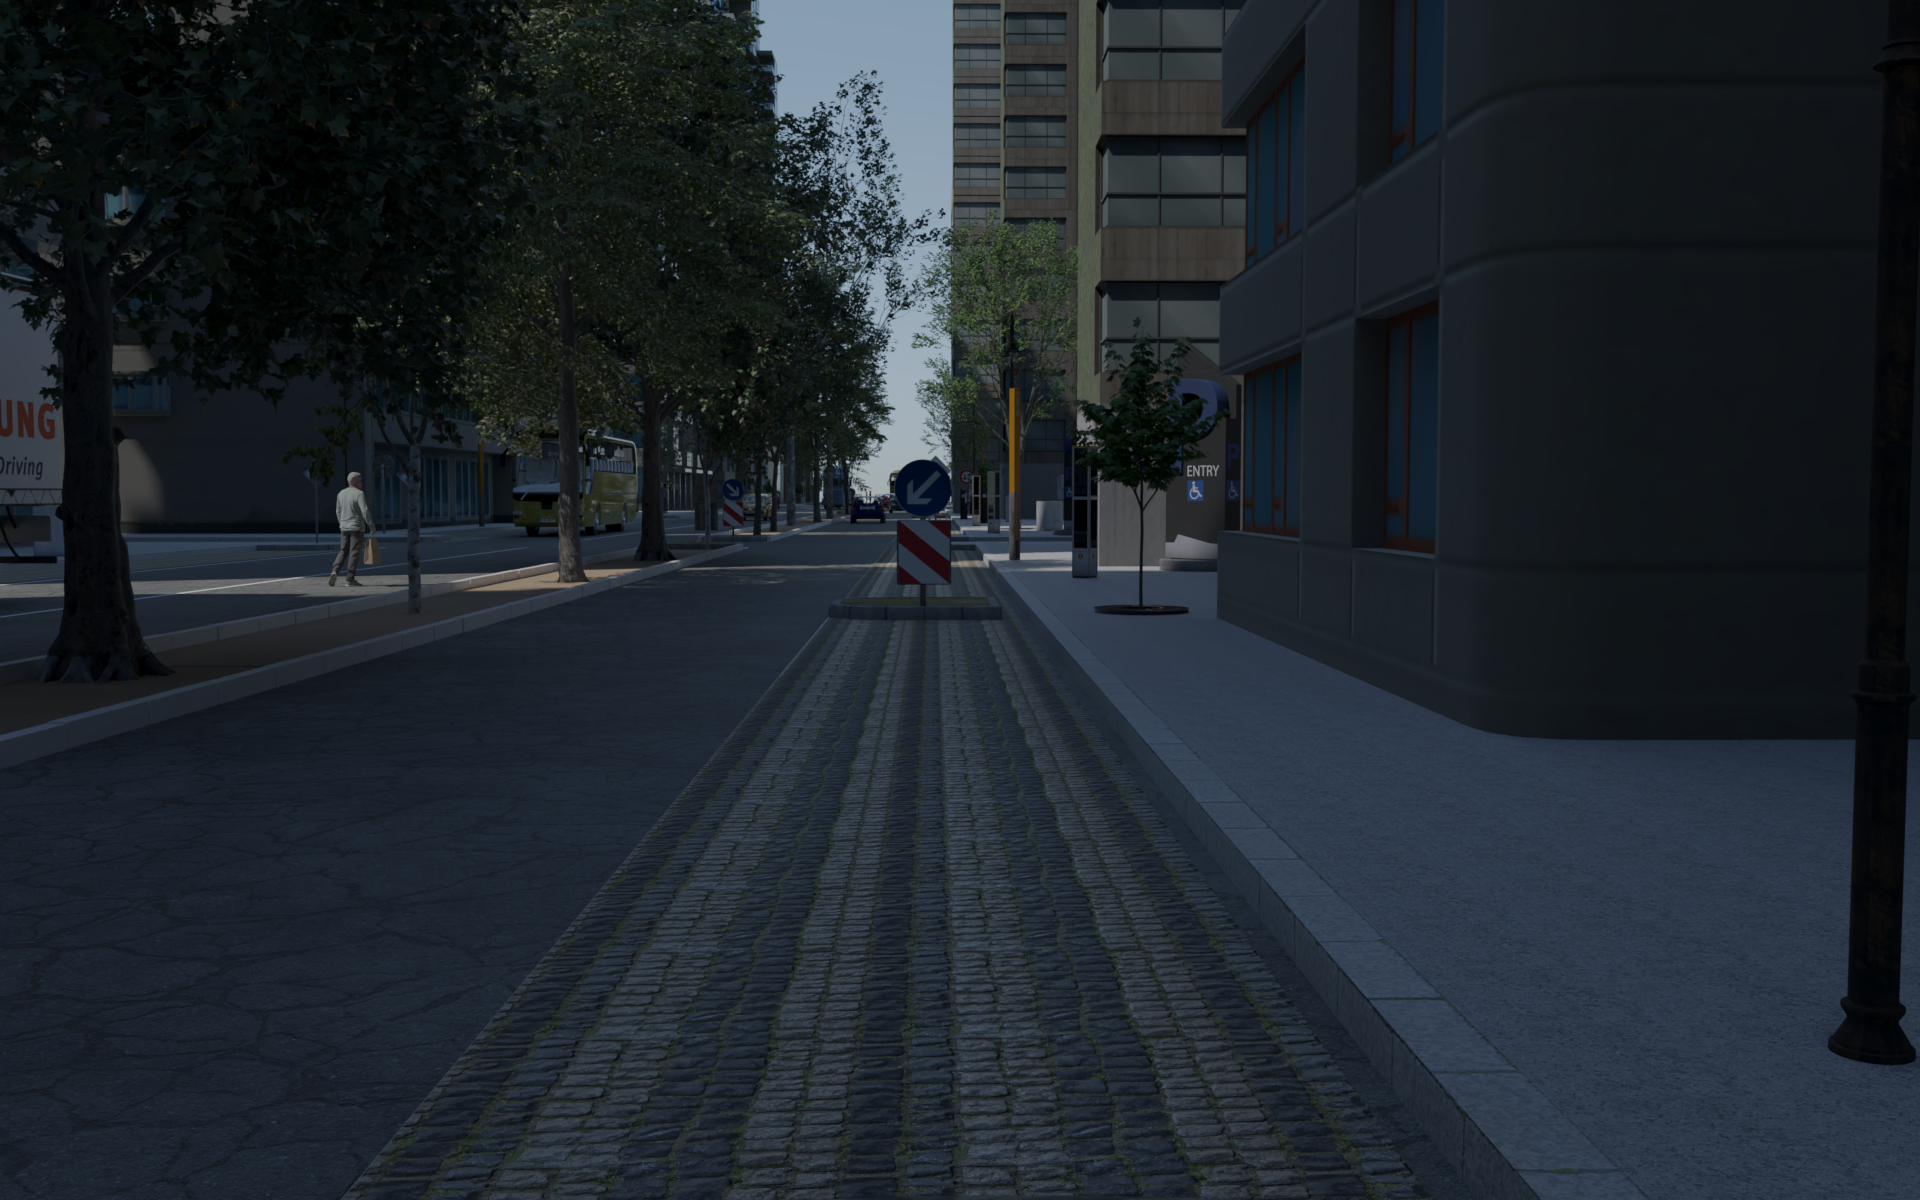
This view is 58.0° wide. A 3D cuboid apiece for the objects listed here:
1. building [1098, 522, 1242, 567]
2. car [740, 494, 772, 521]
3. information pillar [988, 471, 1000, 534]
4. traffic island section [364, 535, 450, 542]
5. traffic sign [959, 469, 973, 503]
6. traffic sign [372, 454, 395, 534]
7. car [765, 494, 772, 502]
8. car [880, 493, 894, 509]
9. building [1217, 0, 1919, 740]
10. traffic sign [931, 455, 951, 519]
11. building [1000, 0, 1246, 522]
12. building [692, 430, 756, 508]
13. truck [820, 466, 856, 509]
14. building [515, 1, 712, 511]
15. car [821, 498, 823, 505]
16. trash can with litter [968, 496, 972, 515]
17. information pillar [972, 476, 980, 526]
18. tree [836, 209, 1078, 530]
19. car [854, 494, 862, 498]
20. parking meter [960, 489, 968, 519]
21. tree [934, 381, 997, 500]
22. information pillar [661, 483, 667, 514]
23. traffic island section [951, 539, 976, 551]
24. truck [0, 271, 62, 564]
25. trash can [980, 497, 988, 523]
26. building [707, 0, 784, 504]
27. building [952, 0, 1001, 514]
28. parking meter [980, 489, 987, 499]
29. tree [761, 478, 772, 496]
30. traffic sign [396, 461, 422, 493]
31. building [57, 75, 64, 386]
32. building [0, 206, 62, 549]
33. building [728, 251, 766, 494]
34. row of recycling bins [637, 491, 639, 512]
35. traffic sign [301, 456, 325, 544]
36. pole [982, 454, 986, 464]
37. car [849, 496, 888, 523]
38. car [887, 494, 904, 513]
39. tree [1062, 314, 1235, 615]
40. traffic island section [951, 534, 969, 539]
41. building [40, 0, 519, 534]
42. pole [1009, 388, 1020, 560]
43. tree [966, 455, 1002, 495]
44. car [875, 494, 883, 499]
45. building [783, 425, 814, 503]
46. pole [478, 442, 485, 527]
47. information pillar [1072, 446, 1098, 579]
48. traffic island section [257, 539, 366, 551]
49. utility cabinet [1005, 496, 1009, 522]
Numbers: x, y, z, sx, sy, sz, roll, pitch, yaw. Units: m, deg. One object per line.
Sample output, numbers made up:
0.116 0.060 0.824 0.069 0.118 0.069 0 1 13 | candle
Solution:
9.368 -16.207 36.681 14.160 30.474 14.107 0 4 -1 | building
-11.150 -5.120 93.927 2.015 1.641 3.980 0 3 0 | car
1.101 -3.168 56.290 0.304 2.012 0.304 3 5 42 | information pillar
-16.829 -1.874 52.918 2.009 0.180 2.903 0 4 -1 | traffic island section
0.356 -5.440 89.058 0.768 2.556 0.104 0 4 2 | traffic sign
-18.550 -3.401 55.712 0.768 2.556 0.104 0 4 8 | traffic sign
-14.357 -6.926 123.463 2.015 1.641 3.980 0 4 1 | car
-5.841 -8.416 146.635 2.155 1.783 4.494 0 4 -2 | car
16.723 -9.668 3.109 27.650 21.520 28.899 0 4 -1 | building
-0.633 -2.536 45.113 0.795 2.450 0.064 0 4 -1 | traffic sign
9.118 -19.687 93.577 14.160 30.474 14.107 0 4 -1 | building
-35.803 -20.110 173.845 27.650 21.520 28.899 0 4 -1 | building
-11.505 -10.977 169.240 2.967 4.110 18.799 0 4 0 | truck
-33.505 -31.964 142.213 23.786 49.044 30.456 0 4 -1 | building
-16.744 -12.763 221.262 1.945 1.354 3.894 0 4 1 | car
0.918 -5.782 105.927 0.624 1.170 1.055 -1 4 -21 | trash can with litter
0.646 -3.930 68.743 0.304 2.012 0.304 0 4 -3 | information pillar
2.065 -8.359 62.423 9.928 11.665 9.643 0 3 0 | tree
-12.931 -12.705 216.525 1.959 1.807 4.718 0 4 -2 | car
0.196 -4.860 87.871 0.372 1.533 0.369 0 3 0 | parking meter
0.562 -9.769 110.089 4.737 8.622 4.395 0 3 0 | tree
-19.519 -6.713 114.244 0.304 2.012 0.304 -2 4 -32 | information pillar
-0.609 -1.401 45.191 2.009 0.180 2.903 0 4 -1 | traffic island section
-13.108 -1.746 17.460 2.839 4.237 11.283 0 4 -1 | truck
0.993 -3.924 75.815 0.748 1.137 0.748 0 3 0 | trash can
-34.101 -55.905 226.717 22.319 86.520 31.000 0 4 -1 | building
6.472 -26.627 118.940 14.154 41.232 14.086 0 4 -1 | building
1.115 -4.529 82.467 0.372 1.533 0.369 0 3 0 | parking meter
-21.096 -12.006 190.895 1.663 3.219 1.824 0 3 0 | tree
-16.805 -3.010 52.857 0.795 2.450 0.064 0 4 -1 | traffic sign
-31.971 -29.301 98.672 23.786 49.044 30.456 0 4 -1 | building
-34.906 -25.166 31.079 30.456 49.044 23.786 0 4 -1 | building
-29.614 -31.266 194.799 14.154 41.232 14.086 0 4 -1 | building
-24.085 -7.076 122.805 3.534 1.692 1.069 3 5 41 | row of recycling bins
-16.675 -2.522 44.873 0.795 2.450 0.064 0 4 -1 | traffic sign
1.202 -5.722 87.395 0.158 3.312 0.155 0 3 0 | pole
-4.539 -4.473 85.720 1.945 1.354 3.894 0 4 -2 | car
-4.488 -7.364 132.194 2.131 1.459 4.920 0 4 -1 | car
1.926 -1.483 18.847 1.663 3.219 1.824 0 3 0 | tree
-0.740 -1.890 53.175 2.009 0.180 2.903 0 4 -1 | traffic island section
-29.969 -26.975 64.751 21.300 48.544 21.600 0 4 -1 | building
1.062 -2.429 33.550 0.158 3.312 0.155 0 3 0 | pole
1.111 -5.520 84.858 1.663 3.219 1.824 0 3 0 | tree
-12.727 -15.935 272.539 2.014 1.417 4.499 0 4 -2 | car
-36.614 -25.351 259.525 27.650 21.520 28.899 0 4 -1 | building
-18.753 -4.526 67.836 0.158 3.312 0.155 0 3 0 | pole
1.908 -1.341 26.424 0.304 2.012 0.304 2 4 31 | information pillar
-16.698 -1.386 44.934 2.009 0.180 2.903 0 4 -1 | traffic island section
2.251 -4.174 79.403 0.306 1.237 1.020 0 4 6 | utility cabinet
